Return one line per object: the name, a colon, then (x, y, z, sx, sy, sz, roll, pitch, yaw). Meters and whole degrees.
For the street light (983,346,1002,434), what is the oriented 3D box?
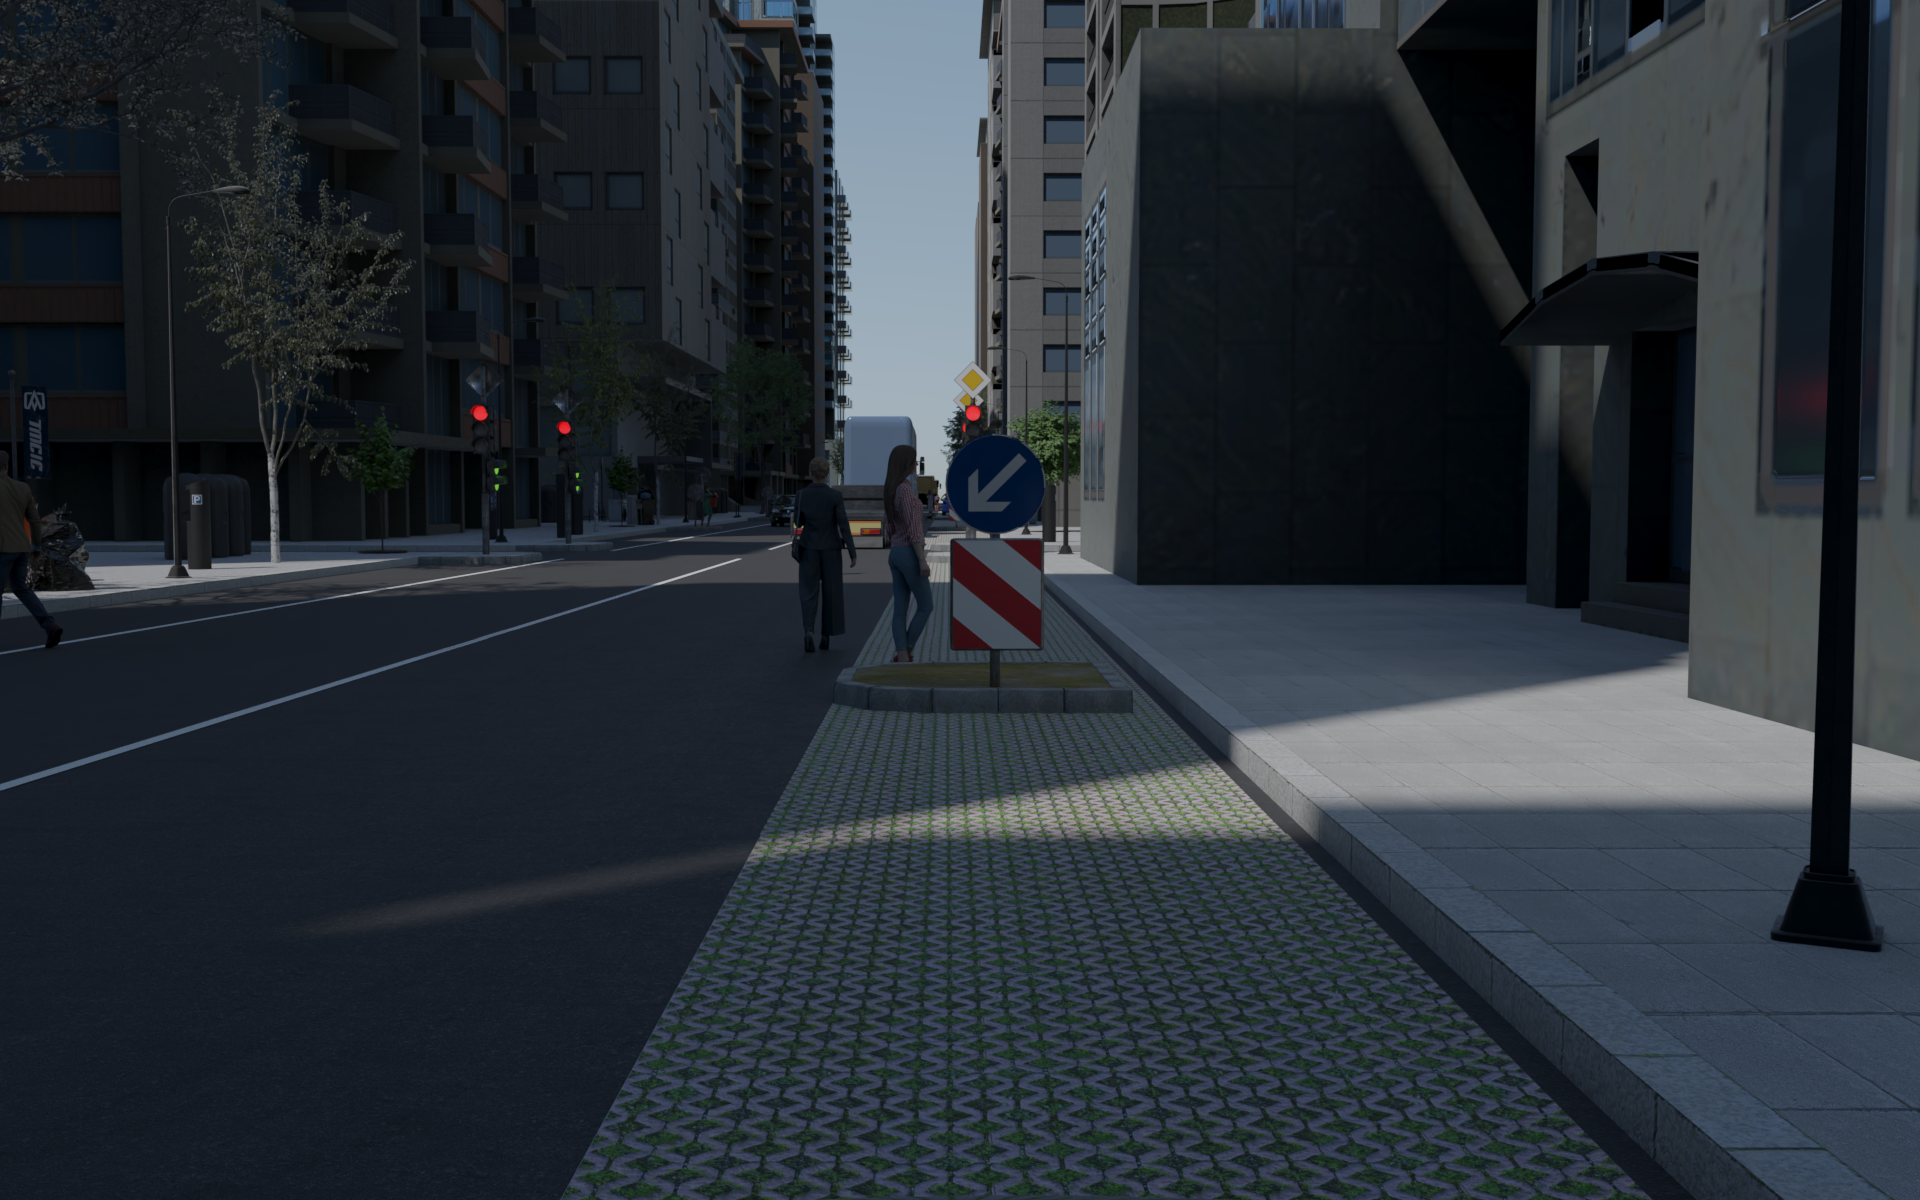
street light: (1.547, -5.012, 54.485, 1.470, 5.913, 1.316, 0, 4, 0)

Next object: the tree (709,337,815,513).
tree: (-13.295, -11.616, 115.672, 9.928, 11.665, 9.643, 0, 3, 0)

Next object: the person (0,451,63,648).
person: (-8.735, -0.462, 15.965, 0.836, 1.842, 0.656, -1, 4, -14)

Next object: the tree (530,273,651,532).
tree: (-12.331, -6.598, 58.239, 4.737, 8.622, 4.395, 0, 3, 0)

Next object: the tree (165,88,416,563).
tree: (-12.535, -4.984, 31.847, 4.360, 8.622, 3.978, 0, 3, 0)

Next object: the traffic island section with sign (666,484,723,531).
traffic island section with sign: (-10.302, -3.595, 67.411, 1.989, 1.847, 2.006, 0, 4, 0)

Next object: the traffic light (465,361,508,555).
traffic light: (-10.056, -2.922, 36.699, 0.839, 4.253, 0.868, 0, 4, 0)

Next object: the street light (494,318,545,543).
street light: (-11.611, -4.476, 45.728, 1.470, 5.913, 1.316, 0, 4, 0)

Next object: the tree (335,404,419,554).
tree: (-12.459, -2.622, 37.467, 1.663, 3.219, 1.824, 0, 3, 0)

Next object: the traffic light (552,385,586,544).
traffic light: (-10.109, -3.411, 44.684, 0.839, 4.253, 0.868, 0, 4, 0)

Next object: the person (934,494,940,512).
person: (-1.827, -7.774, 138.837, 0.421, 1.427, 0.697, -1, 4, -12)

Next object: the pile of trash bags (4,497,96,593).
pile of trash bags: (-13.020, -0.863, 23.859, 1.912, 1.369, 3.447, -2, 4, -28)

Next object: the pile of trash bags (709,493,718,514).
pile of trash bags: (-17.199, -6.215, 111.363, 3.447, 1.369, 1.912, 1, 4, 13)

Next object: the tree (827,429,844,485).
tree: (-13.262, -15.027, 196.052, 4.737, 8.622, 4.395, 0, 3, 0)

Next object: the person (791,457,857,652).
person: (-1.254, -0.422, 15.822, 0.576, 1.772, 0.534, -1, 4, -15)

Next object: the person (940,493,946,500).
person: (-1.017, -8.125, 141.299, 1.348, 1.831, 0.705, 1, 4, 20)

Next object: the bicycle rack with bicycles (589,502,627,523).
bicycle rack with bicycles: (-15.532, -3.970, 78.285, 2.852, 0.926, 2.925, 0, 4, 0)

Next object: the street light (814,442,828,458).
street light: (-12.371, -11.083, 153.742, 1.470, 5.913, 1.316, 0, 4, 0)

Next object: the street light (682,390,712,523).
street light: (-11.777, -6.429, 77.658, 1.470, 5.913, 1.316, 0, 4, 0)

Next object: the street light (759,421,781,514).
street light: (-12.077, -8.412, 110.078, 1.470, 5.913, 1.316, 0, 4, 0)

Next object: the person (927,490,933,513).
person: (-2.286, -7.507, 131.900, 0.551, 1.740, 0.621, 1, 4, 19)

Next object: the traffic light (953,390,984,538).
traffic light: (0.202, -3.416, 44.768, 0.839, 4.253, 0.868, 0, 4, 0)

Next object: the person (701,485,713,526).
person: (-10.519, -3.854, 71.761, 0.529, 1.795, 0.600, -1, 4, -16)

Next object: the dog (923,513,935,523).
dog: (-1.552, -4.145, 87.062, 0.540, 0.507, 0.406, -2, 4, -24)

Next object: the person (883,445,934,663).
person: (-0.404, -0.322, 13.773, 0.388, 1.821, 0.555, -3, 4, -36)

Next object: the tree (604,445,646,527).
tree: (-13.142, -4.484, 67.915, 1.663, 3.219, 1.824, 0, 3, 0)

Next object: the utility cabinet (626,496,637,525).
utility cabinet: (-13.592, -3.782, 73.004, 0.306, 1.237, 1.020, 2, 4, 33)

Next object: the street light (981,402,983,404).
street light: (1.384, -7.009, 87.131, 1.470, 5.913, 1.316, 0, 4, 0)

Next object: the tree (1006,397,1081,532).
tree: (2.970, -4.578, 58.568, 4.285, 4.588, 4.351, 0, 3, 0)

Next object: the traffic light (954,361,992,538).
traffic light: (0.255, -2.927, 36.783, 0.839, 4.253, 0.868, 0, 4, 0)

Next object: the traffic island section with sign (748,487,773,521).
traffic island section with sign: (-10.479, -5.244, 94.365, 1.989, 1.847, 2.006, 0, 4, 0)

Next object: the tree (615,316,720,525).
tree: (-12.466, -7.480, 72.659, 4.360, 8.622, 3.978, 0, 3, 0)

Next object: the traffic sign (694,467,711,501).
traffic sign: (-12.069, -4.958, 81.163, 0.768, 2.556, 0.104, 0, 4, 0)

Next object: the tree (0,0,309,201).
tree: (-12.663, -6.632, 18.806, 12.009, 13.543, 11.850, 0, 3, 0)

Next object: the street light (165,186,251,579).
street light: (-11.397, -3.286, 26.272, 1.470, 5.913, 1.316, 0, 4, 0)

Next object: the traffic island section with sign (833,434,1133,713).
traffic island section with sign: (0.125, -0.218, 12.190, 1.989, 1.847, 2.006, 0, 4, 0)

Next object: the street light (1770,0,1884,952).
street light: (1.977, -1.976, 4.850, 1.470, 5.913, 1.316, 0, 4, 0)

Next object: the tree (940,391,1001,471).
tree: (2.460, -18.210, 204.383, 9.857, 13.997, 8.962, 0, 3, 0)

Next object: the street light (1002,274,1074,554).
street light: (1.716, -3.929, 36.780, 1.470, 5.913, 1.316, 0, 4, 0)
